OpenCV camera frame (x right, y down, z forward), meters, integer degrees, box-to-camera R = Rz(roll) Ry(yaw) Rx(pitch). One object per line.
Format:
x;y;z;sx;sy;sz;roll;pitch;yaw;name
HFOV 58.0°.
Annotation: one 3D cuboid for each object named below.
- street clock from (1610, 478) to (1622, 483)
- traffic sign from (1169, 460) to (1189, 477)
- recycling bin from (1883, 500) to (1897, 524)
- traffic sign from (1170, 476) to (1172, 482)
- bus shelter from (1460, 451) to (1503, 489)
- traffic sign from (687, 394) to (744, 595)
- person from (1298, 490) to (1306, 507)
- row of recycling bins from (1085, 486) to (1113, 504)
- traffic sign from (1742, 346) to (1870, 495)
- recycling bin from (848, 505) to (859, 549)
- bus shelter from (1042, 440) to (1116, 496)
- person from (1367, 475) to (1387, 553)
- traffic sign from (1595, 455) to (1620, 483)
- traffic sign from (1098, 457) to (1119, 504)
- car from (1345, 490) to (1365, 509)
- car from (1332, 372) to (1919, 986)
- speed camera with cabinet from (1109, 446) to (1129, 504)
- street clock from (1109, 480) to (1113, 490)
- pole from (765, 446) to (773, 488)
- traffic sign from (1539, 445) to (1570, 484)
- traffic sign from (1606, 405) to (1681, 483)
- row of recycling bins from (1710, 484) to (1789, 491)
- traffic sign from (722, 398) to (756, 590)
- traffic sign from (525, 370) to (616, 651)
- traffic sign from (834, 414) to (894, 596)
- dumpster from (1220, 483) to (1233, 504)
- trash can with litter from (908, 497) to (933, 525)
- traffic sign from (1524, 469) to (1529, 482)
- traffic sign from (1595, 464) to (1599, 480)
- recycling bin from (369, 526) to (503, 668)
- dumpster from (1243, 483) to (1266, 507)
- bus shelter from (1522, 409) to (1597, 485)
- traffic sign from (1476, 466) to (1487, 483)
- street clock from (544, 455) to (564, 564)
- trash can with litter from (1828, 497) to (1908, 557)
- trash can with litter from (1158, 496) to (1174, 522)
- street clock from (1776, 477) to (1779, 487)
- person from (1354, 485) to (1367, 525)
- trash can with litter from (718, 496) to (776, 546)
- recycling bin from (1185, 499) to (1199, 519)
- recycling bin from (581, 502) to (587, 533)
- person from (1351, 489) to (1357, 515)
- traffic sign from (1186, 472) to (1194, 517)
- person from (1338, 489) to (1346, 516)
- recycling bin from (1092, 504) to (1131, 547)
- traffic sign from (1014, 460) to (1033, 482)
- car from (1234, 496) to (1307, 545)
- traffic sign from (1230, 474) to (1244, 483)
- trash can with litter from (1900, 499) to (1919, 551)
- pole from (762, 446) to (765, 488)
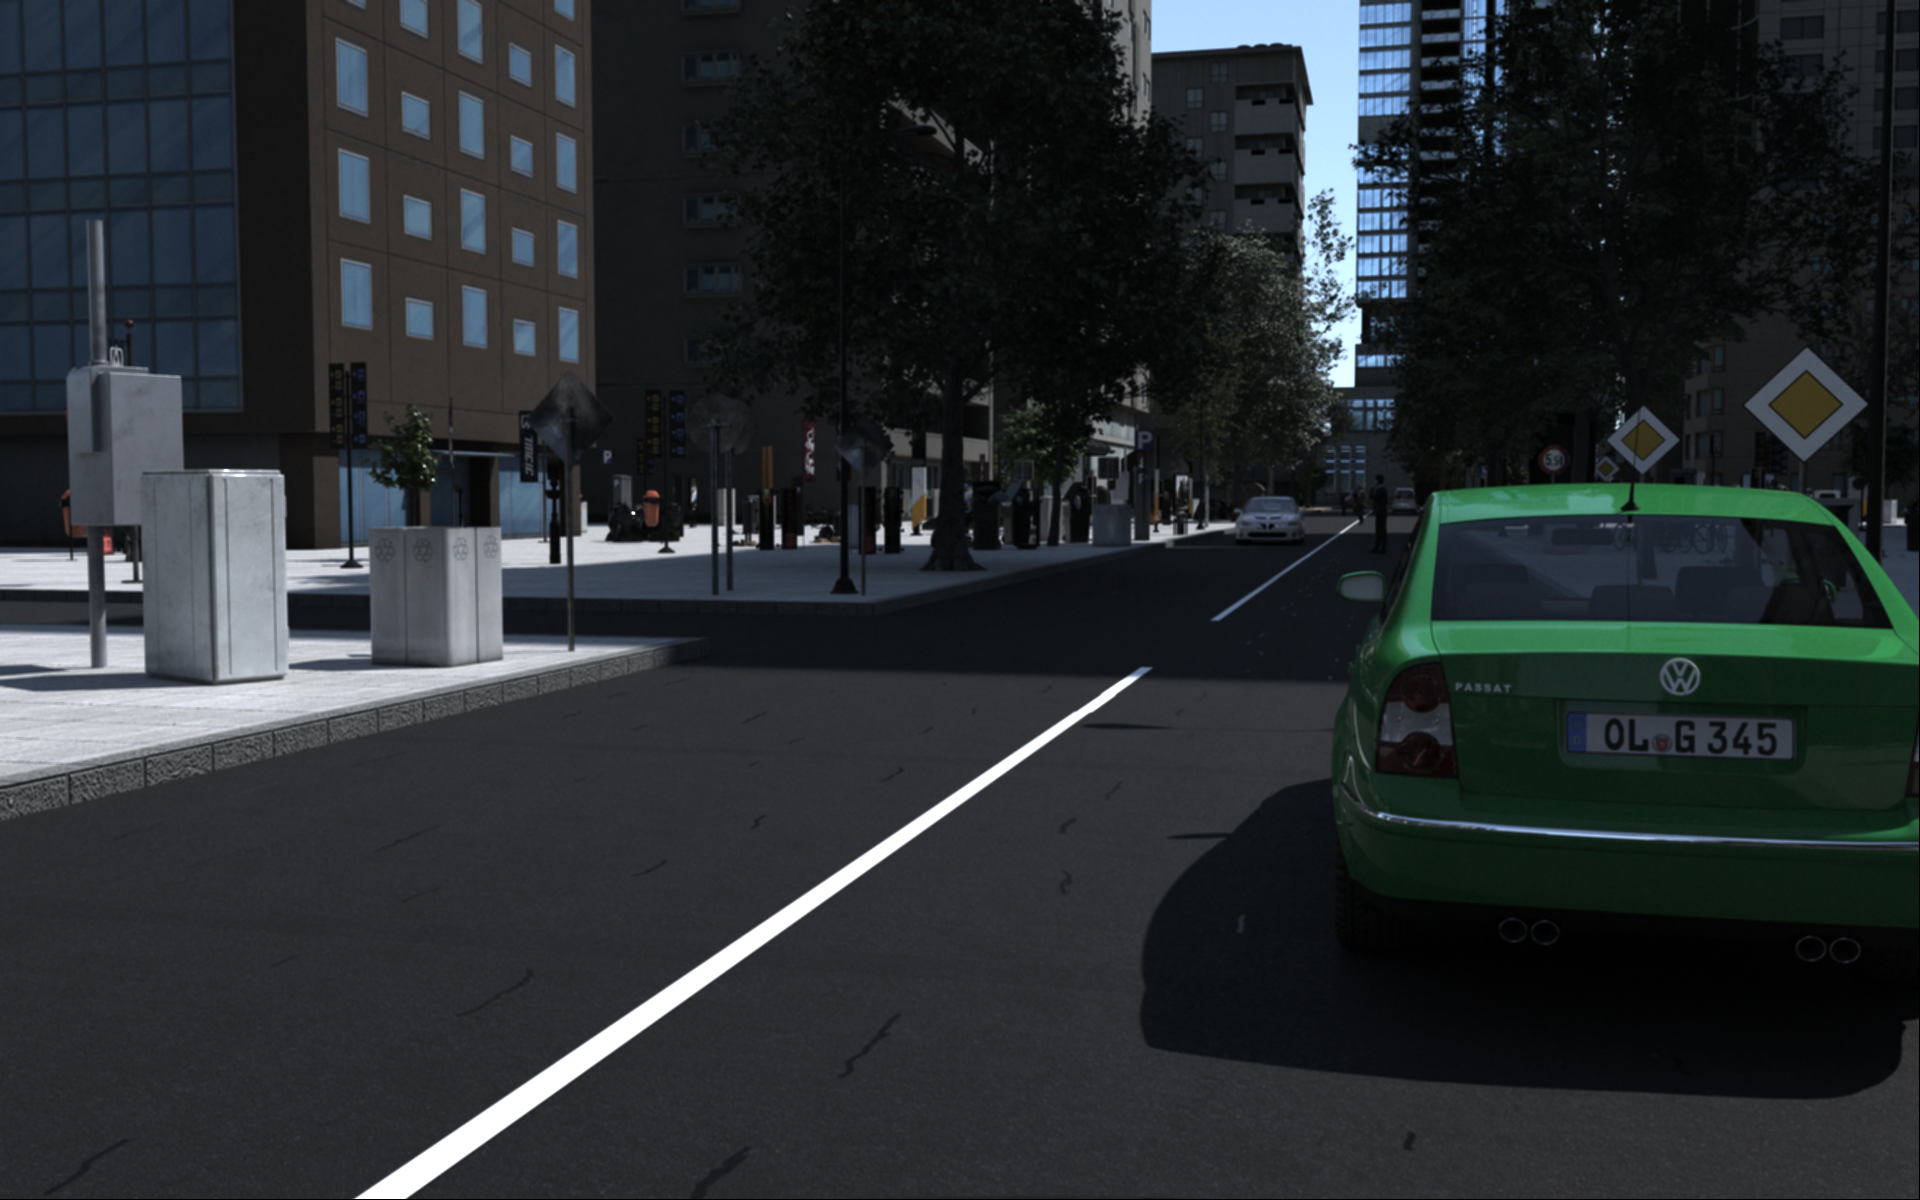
29.777;-4.529;78.616;0.471;2.002;0.358;3;4;38;street clock
8.055;-3.900;63.875;0.768;2.556;0.104;1;4;19;traffic sign
40.031;-3.815;74.929;0.722;1.027;0.722;-3;5;-43;recycling bin
11.867;-5.796;94.868;0.768;2.556;0.104;1;4;22;traffic sign
24.977;-5.431;82.715;2.014;3.302;5.546;1;4;14;bus shelter
-3.116;-1.338;21.981;0.768;2.556;0.104;1;4;15;traffic sign
34.362;-10.130;174.214;0.705;1.812;1.348;-2;4;-28;person
6.607;-4.867;86.687;3.534;1.692;1.069;0;4;-8;row of recycling bins
5.740;-0.500;11.824;0.795;2.450;0.064;1;4;14;traffic sign
-2.405;-1.728;40.811;0.722;1.027;0.722;0;4;5;recycling bin
4.060;-4.111;61.141;2.014;3.302;5.546;1;4;14;bus shelter
10.100;-2.081;41.887;0.474;1.900;0.648;1;4;12;person
19.195;-3.079;51.525;0.795;2.450;0.064;1;4;16;traffic sign
4.097;-2.796;47.850;0.606;2.300;0.079;1;4;20;traffic sign
37.327;-9.510;164.162;2.281;1.827;5.304;1;4;12;car
2.395;0.137;6.561;1.959;1.807;4.718;1;4;15;car
6.602;-4.772;72.350;0.660;3.252;2.038;0;4;-4;speed camera with cabinet
7.669;-5.120;88.274;0.358;2.002;0.471;2;4;26;street clock
-7.999;-4.850;73.138;0.158;3.312;0.155;0;3;0;pole
15.489;-2.759;45.215;0.768;2.556;0.104;1;4;18;traffic sign
7.693;-0.974;19.567;0.795;2.450;0.064;1;4;14;traffic sign
33.758;-4.120;74.469;3.534;1.692;1.069;0;4;2;row of recycling bins
-3.072;-1.403;23.037;0.768;2.556;0.104;1;4;20;traffic sign
-3.171;-0.639;14.084;0.795;2.450;0.064;1;4;14;traffic sign
-1.218;-1.112;21.827;0.795;2.450;0.064;1;4;14;traffic sign
14.795;-5.399;94.027;1.264;1.857;1.865;1;4;14;dumpster
-1.011;-3.756;72.461;2.233;1.210;1.678;0;4;4;trash can with litter
28.572;-5.354;87.641;0.768;2.556;0.104;1;4;23;traffic sign
25.957;-4.358;71.366;0.768;2.556;0.104;1;4;16;traffic sign
-3.984;-0.039;13.195;0.722;1.027;0.722;1;4;21;recycling bin
14.924;-5.061;88.501;1.264;1.857;1.865;1;4;14;dumpster
16.896;-3.542;49.190;1.731;3.624;6.357;1;4;14;bus shelter
23.684;-4.779;78.241;0.768;2.556;0.104;1;4;16;traffic sign
-7.454;-1.668;31.840;0.358;2.002;0.471;-1;4;-9;street clock
18.335;-1.514;35.806;1.678;1.210;2.233;-3;5;-42;trash can with litter
9.748;-4.231;80.226;1.678;1.210;2.233;2;4;33;trash can with litter
33.088;-4.041;70.635;0.358;2.002;0.471;-3;4;-36;street clock
18.763;-4.450;81.164;0.656;1.842;0.836;1;4;21;person
-5.249;-1.966;43.207;1.678;1.210;2.233;-1;4;-17;trash can with litter
12.052;-4.760;90.384;0.722;1.027;0.722;3;5;41;recycling bin
-12.779;-2.723;57.076;0.722;1.027;0.722;2;4;24;recycling bin
27.369;-6.758;119.507;1.217;1.766;0.721;-3;5;-41;person
11.728;-5.475;89.620;0.768;2.556;0.104;1;4;17;traffic sign
24.868;-6.354;112.830;0.568;1.767;0.683;-1;4;-19;person
3.732;-1.836;42.568;0.722;1.027;0.722;3;4;38;recycling bin
1.894;-3.051;52.019;0.606;2.300;0.079;1;4;20;traffic sign
9.054;-2.326;50.395;2.083;1.381;4.827;1;4;13;car
14.521;-5.558;90.985;0.768;2.556;0.104;1;4;19;traffic sign
21.748;-1.680;38.863;1.055;1.170;0.624;0;4;4;trash can with litter
-8.360;-4.900;73.956;0.158;3.312;0.155;0;3;0;pole
